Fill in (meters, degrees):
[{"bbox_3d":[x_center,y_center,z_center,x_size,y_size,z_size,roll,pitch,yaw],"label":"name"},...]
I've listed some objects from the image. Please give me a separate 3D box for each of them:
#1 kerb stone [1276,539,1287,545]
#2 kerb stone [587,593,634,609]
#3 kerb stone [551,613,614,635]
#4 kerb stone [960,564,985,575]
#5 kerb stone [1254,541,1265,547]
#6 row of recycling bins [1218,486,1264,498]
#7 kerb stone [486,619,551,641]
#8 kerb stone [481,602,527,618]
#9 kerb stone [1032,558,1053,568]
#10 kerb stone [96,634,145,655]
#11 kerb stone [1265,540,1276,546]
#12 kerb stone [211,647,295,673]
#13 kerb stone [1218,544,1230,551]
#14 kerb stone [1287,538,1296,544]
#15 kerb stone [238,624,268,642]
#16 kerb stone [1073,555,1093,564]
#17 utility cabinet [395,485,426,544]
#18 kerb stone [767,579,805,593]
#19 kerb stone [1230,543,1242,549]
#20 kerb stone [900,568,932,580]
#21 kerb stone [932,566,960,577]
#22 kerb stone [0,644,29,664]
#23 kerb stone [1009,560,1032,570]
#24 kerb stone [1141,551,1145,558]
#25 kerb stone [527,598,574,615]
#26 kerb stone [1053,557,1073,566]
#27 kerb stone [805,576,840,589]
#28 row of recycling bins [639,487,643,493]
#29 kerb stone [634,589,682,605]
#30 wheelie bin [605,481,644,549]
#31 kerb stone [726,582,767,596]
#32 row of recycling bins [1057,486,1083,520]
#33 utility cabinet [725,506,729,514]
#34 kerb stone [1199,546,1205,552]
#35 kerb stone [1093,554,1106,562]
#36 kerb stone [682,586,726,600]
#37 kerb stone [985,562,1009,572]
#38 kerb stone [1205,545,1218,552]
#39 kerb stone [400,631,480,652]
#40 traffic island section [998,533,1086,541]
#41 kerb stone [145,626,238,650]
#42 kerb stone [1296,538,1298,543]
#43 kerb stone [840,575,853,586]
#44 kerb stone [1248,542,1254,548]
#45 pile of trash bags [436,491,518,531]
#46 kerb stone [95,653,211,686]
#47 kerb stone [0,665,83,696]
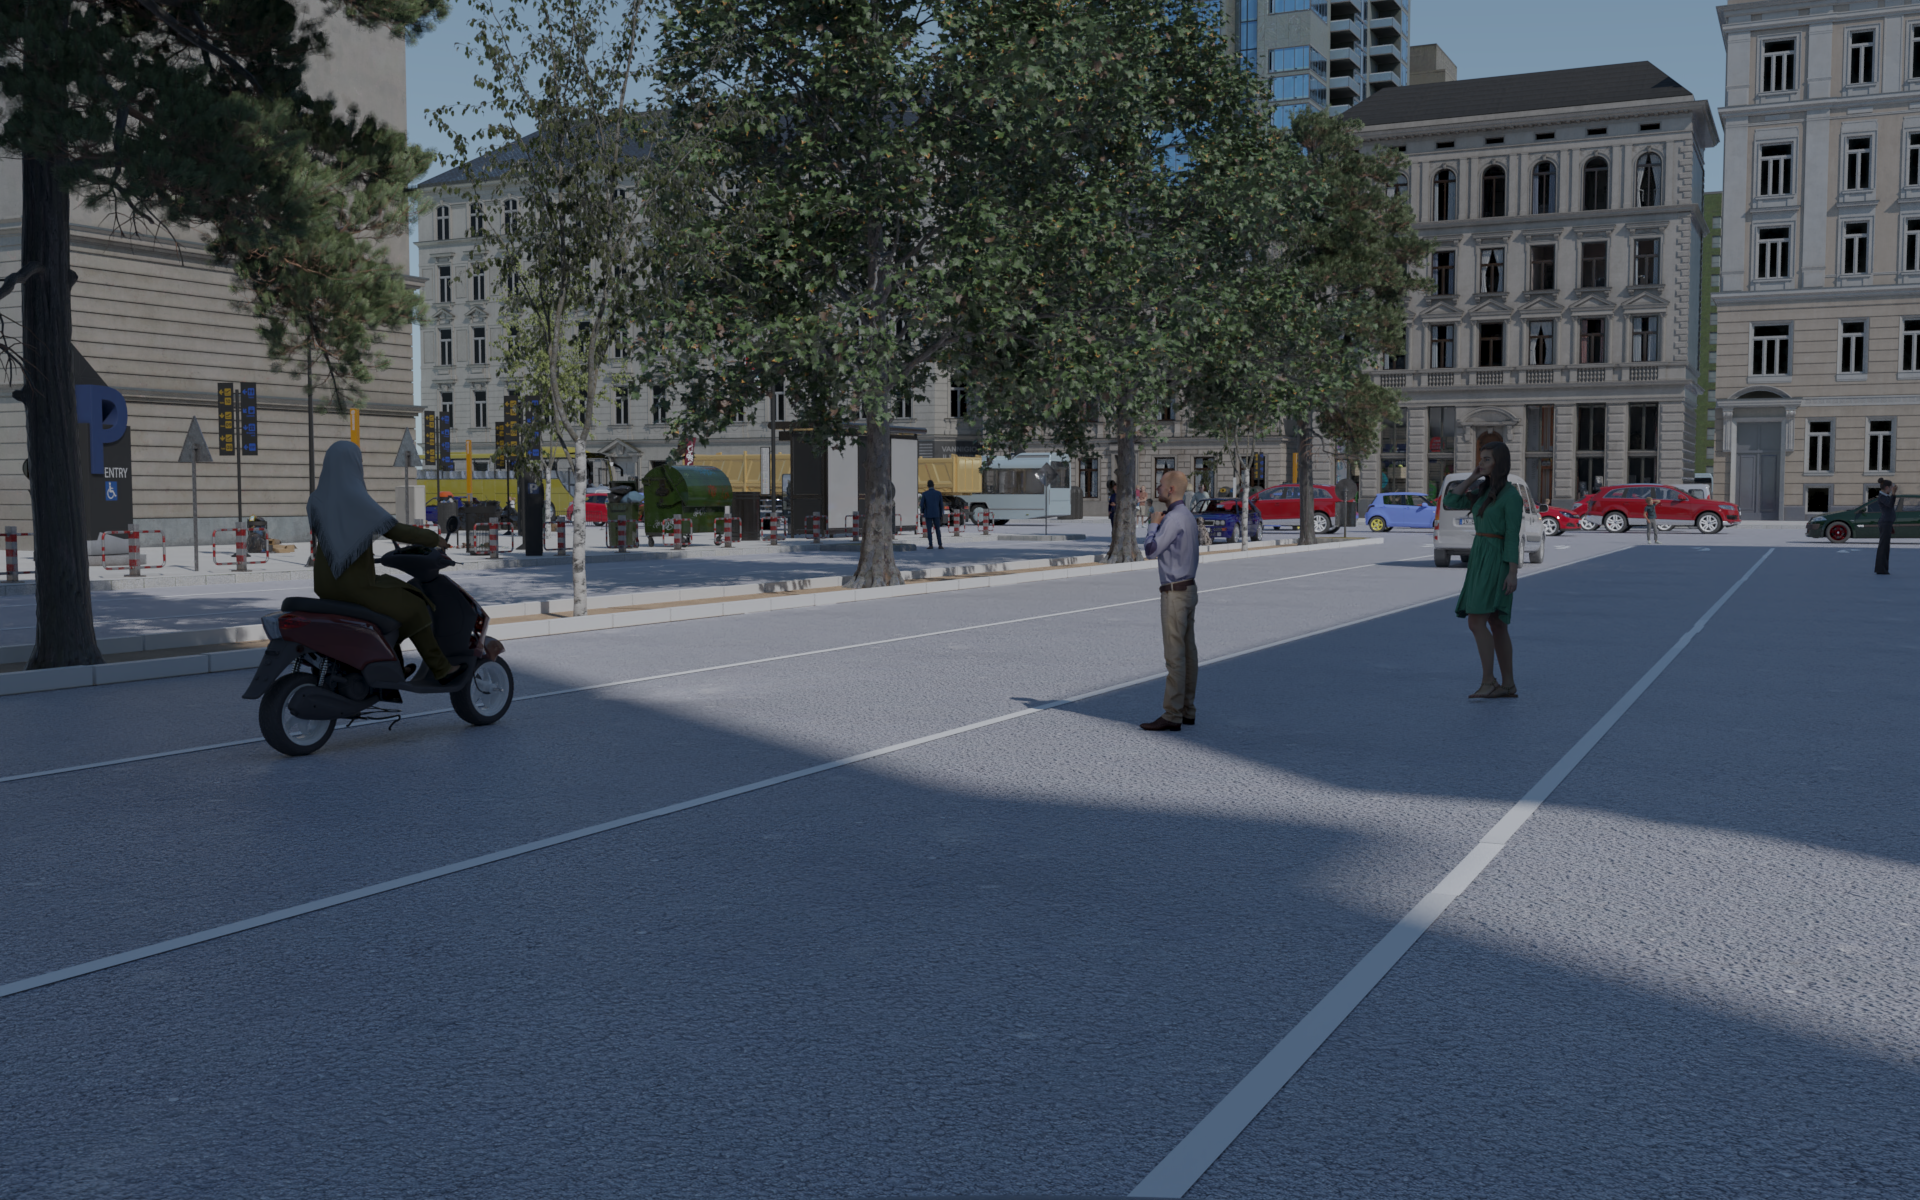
[{"bbox_3d":[8.870,-1.607,48.475,0.120,0.150,1.000,2,4,26],"label":"kerb stone"},{"bbox_3d":[-4.477,0.028,21.750,0.120,0.150,1.000,2,4,26],"label":"kerb stone"},{"bbox_3d":[-3.987,0.254,18.035,0.120,0.150,1.000,2,4,26],"label":"kerb stone"},{"bbox_3d":[0.136,-0.537,30.974,0.120,0.150,1.000,2,4,26],"label":"kerb stone"},{"bbox_3d":[7.952,-1.492,46.639,0.120,0.150,1.000,2,4,26],"label":"kerb stone"},{"bbox_3d":[14.779,-5.124,90.894,1.069,1.692,3.534,-2,4,-28],"label":"row of recycling bins"},{"bbox_3d":[-4.447,0.311,17.117,0.120,0.150,1.000,2,4,26],"label":"kerb stone"},{"bbox_3d":[-5.391,0.144,19.905,0.120,0.150,1.000,2,4,26],"label":"kerb stone"},{"bbox_3d":[1.507,-0.706,33.741,0.120,0.150,1.000,2,4,26],"label":"kerb stone"},{"bbox_3d":[-7.696,0.427,15.300,0.120,0.150,1.000,2,4,26],"label":"kerb stone"},{"bbox_3d":[8.417,-1.547,47.555,0.120,0.150,1.000,2,4,26],"label":"kerb stone"},{"bbox_3d":[-5.831,0.480,14.347,0.120,0.150,1.000,2,4,26],"label":"kerb stone"},{"bbox_3d":[6.567,-1.326,43.879,0.120,0.150,1.000,2,4,26],"label":"kerb stone"},{"bbox_3d":[9.327,-1.664,49.395,0.120,0.150,1.000,2,4,26],"label":"kerb stone"},{"bbox_3d":[-6.781,0.309,17.143,0.120,0.150,1.000,2,4,26],"label":"kerb stone"},{"bbox_3d":[2.433,-0.813,35.585,0.120,0.150,1.000,2,4,26],"label":"kerb stone"},{"bbox_3d":[-13.967,-2.160,43.988,0.318,1.500,1.173,-3,5,-40],"label":"utility cabinet"},{"bbox_3d":[-2.628,-0.199,25.457,0.120,0.150,1.000,2,4,26],"label":"kerb stone"},{"bbox_3d":[7.036,-1.382,44.793,0.120,0.150,1.000,2,4,26],"label":"kerb stone"},{"bbox_3d":[-0.789,-0.419,29.141,0.120,0.150,1.000,2,4,26],"label":"kerb stone"},{"bbox_3d":[-0.328,-0.481,30.059,0.120,0.150,1.000,2,4,26],"label":"kerb stone"},{"bbox_3d":[-8.160,0.480,14.384,0.120,0.150,1.000,2,4,26],"label":"kerb stone"},{"bbox_3d":[1.051,-0.650,32.822,0.120,0.150,1.000,2,4,26],"label":"kerb stone"},{"bbox_3d":[3.815,-0.988,38.353,0.120,0.150,1.000,2,4,26],"label":"kerb stone"},{"bbox_3d":[-4.934,0.083,20.830,0.120,0.150,1.000,2,4,26],"label":"kerb stone"},{"bbox_3d":[1.969,-0.762,34.658,0.120,0.150,1.000,2,4,26],"label":"kerb stone"},{"bbox_3d":[-2.169,-0.256,26.380,0.120,0.150,1.000,2,4,26],"label":"kerb stone"},{"bbox_3d":[-19.772,-6.050,106.024,3.534,1.692,1.069,-2,4,-25],"label":"row of recycling bins"},{"bbox_3d":[-4.018,-0.029,22.668,0.120,0.150,1.000,2,4,26],"label":"kerb stone"},{"bbox_3d":[-7.907,-2.008,40.736,0.980,1.594,0.693,0,4,5],"label":"wheelie bin"},{"bbox_3d":[-3.097,-0.134,24.528,0.120,0.150,1.000,2,4,26],"label":"kerb stone"},{"bbox_3d":[5.628,-4.932,87.753,1.069,1.692,3.534,1,4,13],"label":"row of recycling bins"},{"bbox_3d":[-7.849,-2.864,57.990,0.306,1.237,1.020,3,5,43],"label":"utility cabinet"},{"bbox_3d":[5.659,-1.211,42.038,0.120,0.150,1.000,2,4,26],"label":"kerb stone"},{"bbox_3d":[2.889,-0.875,36.509,0.120,0.150,1.000,2,4,26],"label":"kerb stone"},{"bbox_3d":[-3.560,-0.085,23.593,0.120,0.150,1.000,2,4,26],"label":"kerb stone"},{"bbox_3d":[0.595,-0.594,31.902,0.120,0.150,1.000,2,4,26],"label":"kerb stone"},{"bbox_3d":[6.115,-1.269,42.958,0.120,0.150,1.000,2,4,26],"label":"kerb stone"},{"bbox_3d":[-4.898,0.367,16.191,0.120,0.150,1.000,2,4,26],"label":"kerb stone"},{"bbox_3d":[2.682,-1.966,54.420,2.009,0.180,2.903,2,4,26],"label":"traffic island section"},{"bbox_3d":[-7.241,0.365,16.226,0.120,0.150,1.000,2,4,26],"label":"kerb stone"},{"bbox_3d":[9.787,-1.720,50.317,0.120,0.150,1.000,2,4,26],"label":"kerb stone"},{"bbox_3d":[-1.707,-0.311,27.299,0.120,0.150,1.000,2,4,26],"label":"kerb stone"},{"bbox_3d":[7.495,-1.435,45.716,0.120,0.150,1.000,2,4,26],"label":"kerb stone"},{"bbox_3d":[-17.026,-3.118,60.724,1.912,1.369,3.447,2,4,26],"label":"pile of trash bags"},{"bbox_3d":[-6.288,0.543,13.424,0.120,0.150,1.000,2,4,26],"label":"kerb stone"},{"bbox_3d":[-6.749,0.593,12.500,0.120,0.150,1.000,2,4,26],"label":"kerb stone"}]
